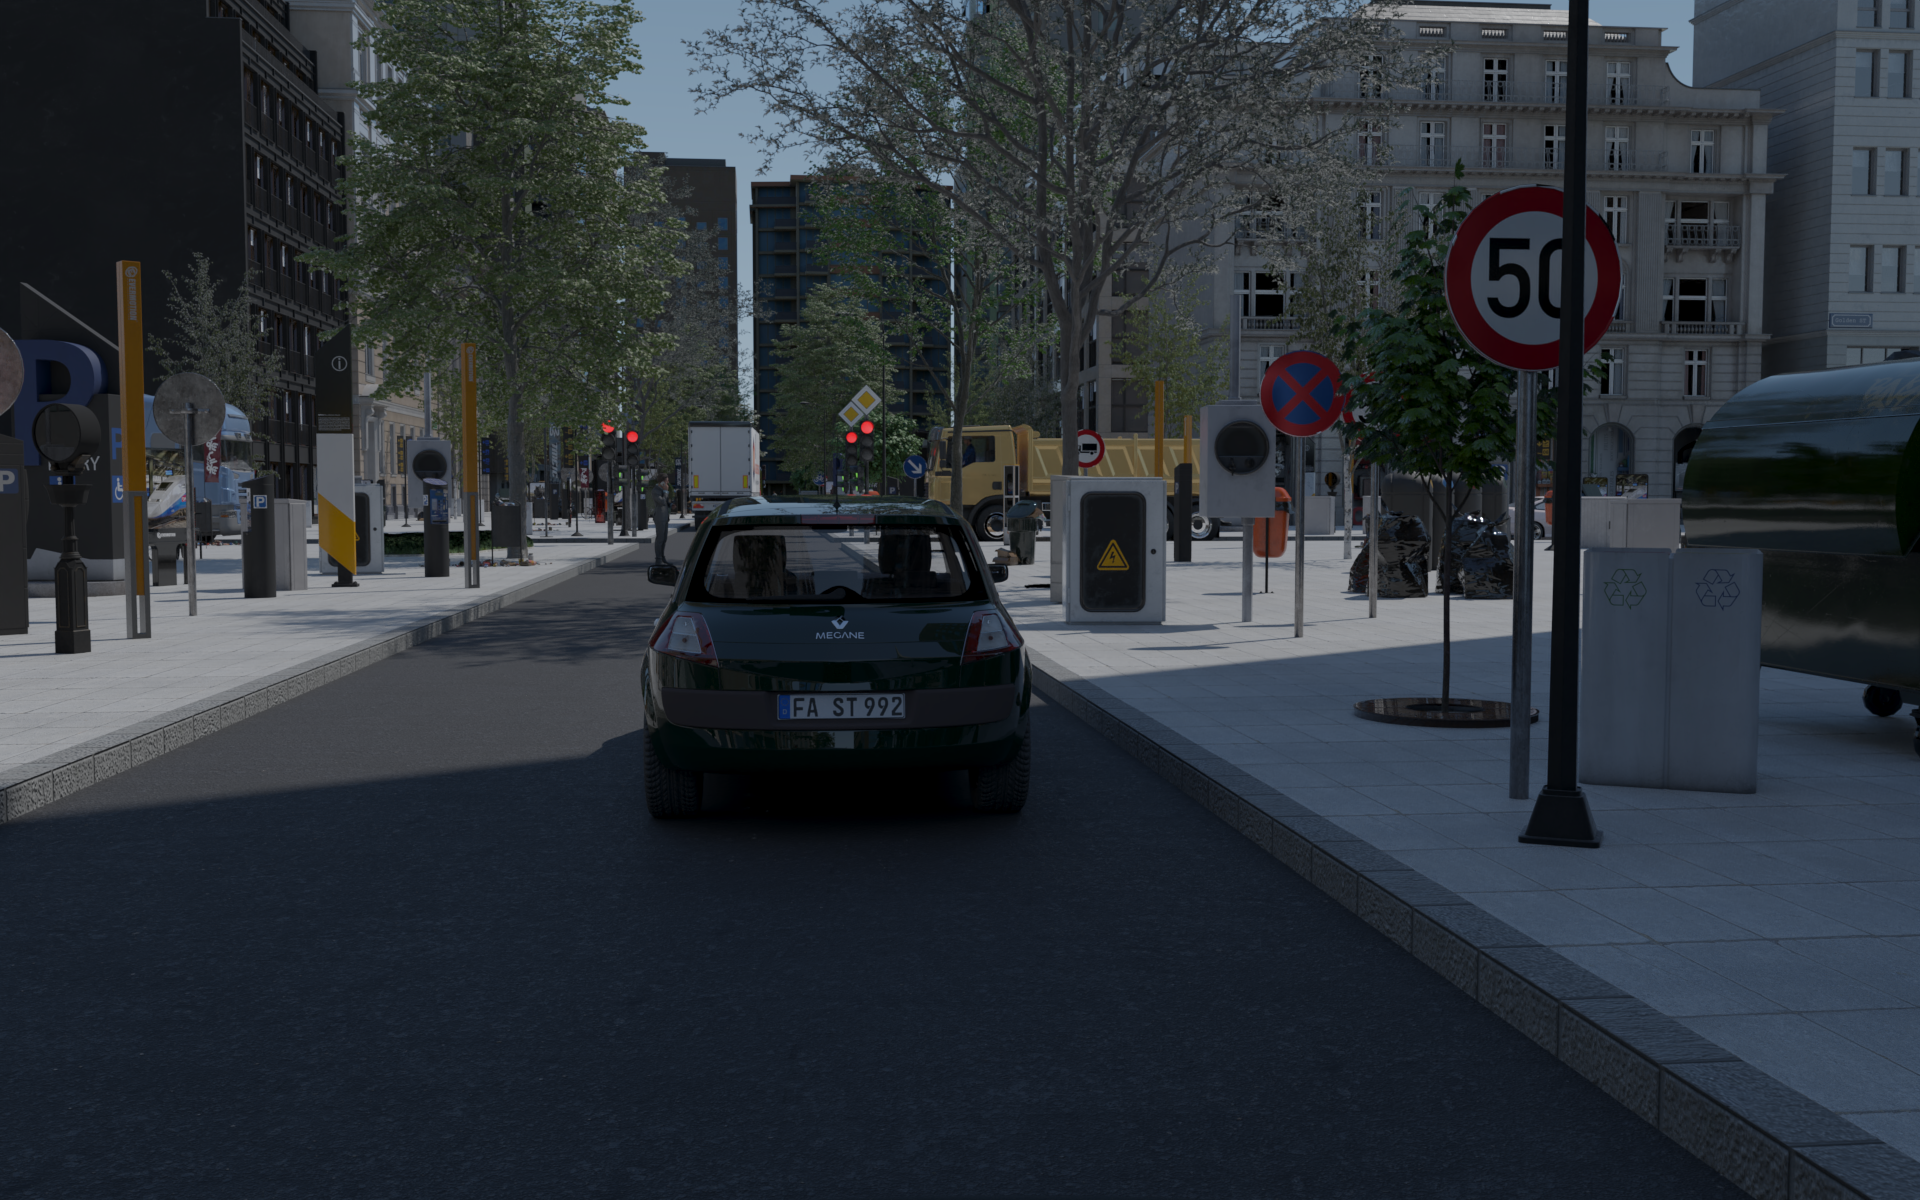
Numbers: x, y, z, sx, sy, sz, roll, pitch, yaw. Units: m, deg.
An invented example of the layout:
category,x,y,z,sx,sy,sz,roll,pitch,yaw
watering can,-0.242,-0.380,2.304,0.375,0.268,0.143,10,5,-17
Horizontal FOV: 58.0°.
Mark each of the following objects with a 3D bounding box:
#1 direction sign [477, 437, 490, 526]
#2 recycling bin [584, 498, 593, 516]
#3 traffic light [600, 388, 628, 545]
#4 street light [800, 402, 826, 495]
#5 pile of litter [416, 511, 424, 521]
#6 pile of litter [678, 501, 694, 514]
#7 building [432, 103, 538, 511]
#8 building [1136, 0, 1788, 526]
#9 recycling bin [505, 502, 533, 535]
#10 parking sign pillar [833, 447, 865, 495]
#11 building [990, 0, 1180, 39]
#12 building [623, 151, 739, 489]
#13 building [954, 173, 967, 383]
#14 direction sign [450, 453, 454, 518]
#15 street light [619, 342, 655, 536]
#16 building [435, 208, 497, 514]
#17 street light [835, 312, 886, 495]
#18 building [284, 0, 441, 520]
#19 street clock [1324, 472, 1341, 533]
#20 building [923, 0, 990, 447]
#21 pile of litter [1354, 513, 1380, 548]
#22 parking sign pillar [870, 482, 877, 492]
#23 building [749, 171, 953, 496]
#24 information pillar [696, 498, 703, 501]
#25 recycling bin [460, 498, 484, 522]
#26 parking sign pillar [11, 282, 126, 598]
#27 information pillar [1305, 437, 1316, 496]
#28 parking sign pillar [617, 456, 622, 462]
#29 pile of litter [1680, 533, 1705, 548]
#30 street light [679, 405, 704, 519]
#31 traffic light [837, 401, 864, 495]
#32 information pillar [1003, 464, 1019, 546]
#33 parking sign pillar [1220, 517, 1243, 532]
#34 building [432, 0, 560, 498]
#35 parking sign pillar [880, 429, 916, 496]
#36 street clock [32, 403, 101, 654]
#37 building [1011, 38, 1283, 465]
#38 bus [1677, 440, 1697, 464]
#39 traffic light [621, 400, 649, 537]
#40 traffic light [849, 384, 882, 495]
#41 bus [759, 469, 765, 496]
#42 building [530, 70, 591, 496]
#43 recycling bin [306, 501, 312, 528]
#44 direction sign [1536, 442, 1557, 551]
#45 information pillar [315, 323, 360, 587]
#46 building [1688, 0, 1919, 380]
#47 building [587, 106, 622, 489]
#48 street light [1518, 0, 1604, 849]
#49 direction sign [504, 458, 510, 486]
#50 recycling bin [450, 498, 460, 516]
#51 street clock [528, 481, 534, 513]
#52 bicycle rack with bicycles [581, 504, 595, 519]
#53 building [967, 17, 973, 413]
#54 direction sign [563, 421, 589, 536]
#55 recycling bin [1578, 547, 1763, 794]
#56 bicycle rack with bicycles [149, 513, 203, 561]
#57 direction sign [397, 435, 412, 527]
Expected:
category,x,y,z,sx,sy,sz,roll,pitch,yaw
direction sign,-19.147,-4.714,69.065,0.876,3.537,0.379,-3,5,-41
recycling bin,-22.072,-5.585,103.868,0.722,1.027,0.722,-3,5,-39
traffic light,-8.838,-3.356,43.790,0.839,4.253,0.868,0,4,-6
street light,-7.370,-7.029,87.473,1.470,5.913,1.316,0,4,-6
pile of litter,-25.297,-4.225,83.048,1.719,0.858,1.176,-2,4,-31
pile of litter,-17.770,-5.996,111.995,1.176,0.858,1.719,-1,4,-9
building,-40.219,-21.974,130.979,14.160,30.474,14.107,0,4,-6
building,20.849,-14.296,75.543,24.055,21.916,13.314,0,4,-6
recycling bin,-13.834,-2.552,54.274,0.722,1.027,0.722,-2,4,-27
parking sign pillar,-5.513,-5.703,81.710,1.447,3.967,1.447,-2,4,-31
building,9.116,-27.807,138.246,14.154,41.232,14.086,0,4,-6
building,-36.666,-35.463,229.922,14.200,45.320,14.600,0,4,-6
building,10.058,-37.557,237.753,21.600,48.544,21.300,0,4,-6
direction sign,-26.995,-6.085,91.485,0.876,3.537,0.379,3,5,41
street light,-9.664,-4.892,52.521,1.470,5.913,1.316,0,4,-6
building,-37.947,-16.419,110.250,13.314,21.916,24.055,0,4,-6
street light,-2.493,-4.395,44.399,1.470,5.913,1.316,0,4,-6
building,-34.884,-18.489,88.201,13.634,28.700,20.117,0,4,-6
street clock,12.277,-3.215,57.132,0.471,2.002,0.358,3,4,38
building,8.695,-52.689,174.134,22.319,86.520,31.000,0,4,-6
pile of litter,10.021,-1.662,41.137,1.176,0.858,1.719,0,4,-4
parking sign pillar,-4.884,-6.725,98.431,1.447,3.967,1.447,-3,5,-40
building,-15.597,-35.535,235.618,28.867,44.769,22.147,0,4,-6
information pillar,-16.256,-7.149,108.243,0.504,3.616,0.183,-1,4,-20
recycling bin,-22.097,-4.044,78.675,0.722,1.027,0.722,1,4,12
parking sign pillar,-11.310,-2.051,22.011,1.447,3.967,1.447,0,4,5
information pillar,13.484,-4.619,66.876,0.183,3.616,0.504,-3,5,-43
parking sign pillar,-21.396,-7.239,106.833,1.447,3.967,1.447,0,4,-8
pile of litter,10.138,-0.638,24.397,1.719,0.858,1.176,-1,4,-13
street light,-14.027,-7.227,90.694,1.470,5.913,1.316,0,4,-6
traffic light,-3.310,-3.886,52.460,0.839,4.253,0.868,0,4,-6
information pillar,1.278,-2.365,43.152,0.304,2.012,0.304,2,4,26
parking sign pillar,9.552,-4.338,59.395,1.447,3.967,1.447,3,4,36
building,-45.246,-43.325,146.609,20.563,71.187,20.611,0,4,-6
parking sign pillar,-2.347,-5.061,71.212,1.447,3.967,1.447,2,4,24
street clock,-7.164,-0.573,13.931,0.471,2.002,0.358,1,4,15
building,15.240,-18.837,112.498,19.350,26.468,34.151,0,4,-6
bus,28.148,-3.718,52.331,12.252,3.916,2.896,0,4,-8
traffic light,-9.729,-3.841,51.725,0.839,4.253,0.868,0,4,-6
traffic light,-2.419,-3.401,44.524,0.839,4.253,0.868,0,4,-6
bus,-18.607,-9.821,152.116,2.896,3.916,12.252,0,4,-6
building,-46.119,-32.308,178.342,14.200,45.320,14.600,0,4,-6
recycling bin,-25.205,-3.268,65.984,0.722,1.027,0.722,3,5,41
direction sign,13.433,-2.883,39.141,0.876,3.537,0.379,3,5,40
information pillar,-8.574,-1.985,23.817,0.504,3.616,0.183,0,4,-8
building,49.098,-18.290,76.531,29.804,29.767,11.434,0,4,-6
building,-58.135,-39.439,234.070,27.495,52.752,28.713,0,4,-6
street light,1.696,-2.059,6.205,1.470,5.913,1.316,0,4,-6
direction sign,-28.249,-7.135,108.652,0.379,3.537,0.876,2,4,34
recycling bin,-29.509,-5.408,100.976,0.722,1.027,0.722,-2,4,-27
street clock,-24.267,-5.725,98.180,0.358,2.002,0.471,1,4,18
bicycle rack with bicycles,-17.632,-4.616,88.847,2.925,0.926,2.852,1,4,11
building,7.368,-28.673,152.398,14.154,41.232,14.086,0,4,-6
direction sign,-11.630,-3.701,52.501,0.379,3.537,0.876,3,5,43
recycling bin,3.206,0.289,7.822,0.722,1.027,0.722,1,4,23
bicycle rack with bicycles,-15.782,-1.233,33.537,2.852,0.926,2.925,0,4,3
direction sign,-21.567,-4.609,67.353,0.379,3.537,0.876,1,4,21
